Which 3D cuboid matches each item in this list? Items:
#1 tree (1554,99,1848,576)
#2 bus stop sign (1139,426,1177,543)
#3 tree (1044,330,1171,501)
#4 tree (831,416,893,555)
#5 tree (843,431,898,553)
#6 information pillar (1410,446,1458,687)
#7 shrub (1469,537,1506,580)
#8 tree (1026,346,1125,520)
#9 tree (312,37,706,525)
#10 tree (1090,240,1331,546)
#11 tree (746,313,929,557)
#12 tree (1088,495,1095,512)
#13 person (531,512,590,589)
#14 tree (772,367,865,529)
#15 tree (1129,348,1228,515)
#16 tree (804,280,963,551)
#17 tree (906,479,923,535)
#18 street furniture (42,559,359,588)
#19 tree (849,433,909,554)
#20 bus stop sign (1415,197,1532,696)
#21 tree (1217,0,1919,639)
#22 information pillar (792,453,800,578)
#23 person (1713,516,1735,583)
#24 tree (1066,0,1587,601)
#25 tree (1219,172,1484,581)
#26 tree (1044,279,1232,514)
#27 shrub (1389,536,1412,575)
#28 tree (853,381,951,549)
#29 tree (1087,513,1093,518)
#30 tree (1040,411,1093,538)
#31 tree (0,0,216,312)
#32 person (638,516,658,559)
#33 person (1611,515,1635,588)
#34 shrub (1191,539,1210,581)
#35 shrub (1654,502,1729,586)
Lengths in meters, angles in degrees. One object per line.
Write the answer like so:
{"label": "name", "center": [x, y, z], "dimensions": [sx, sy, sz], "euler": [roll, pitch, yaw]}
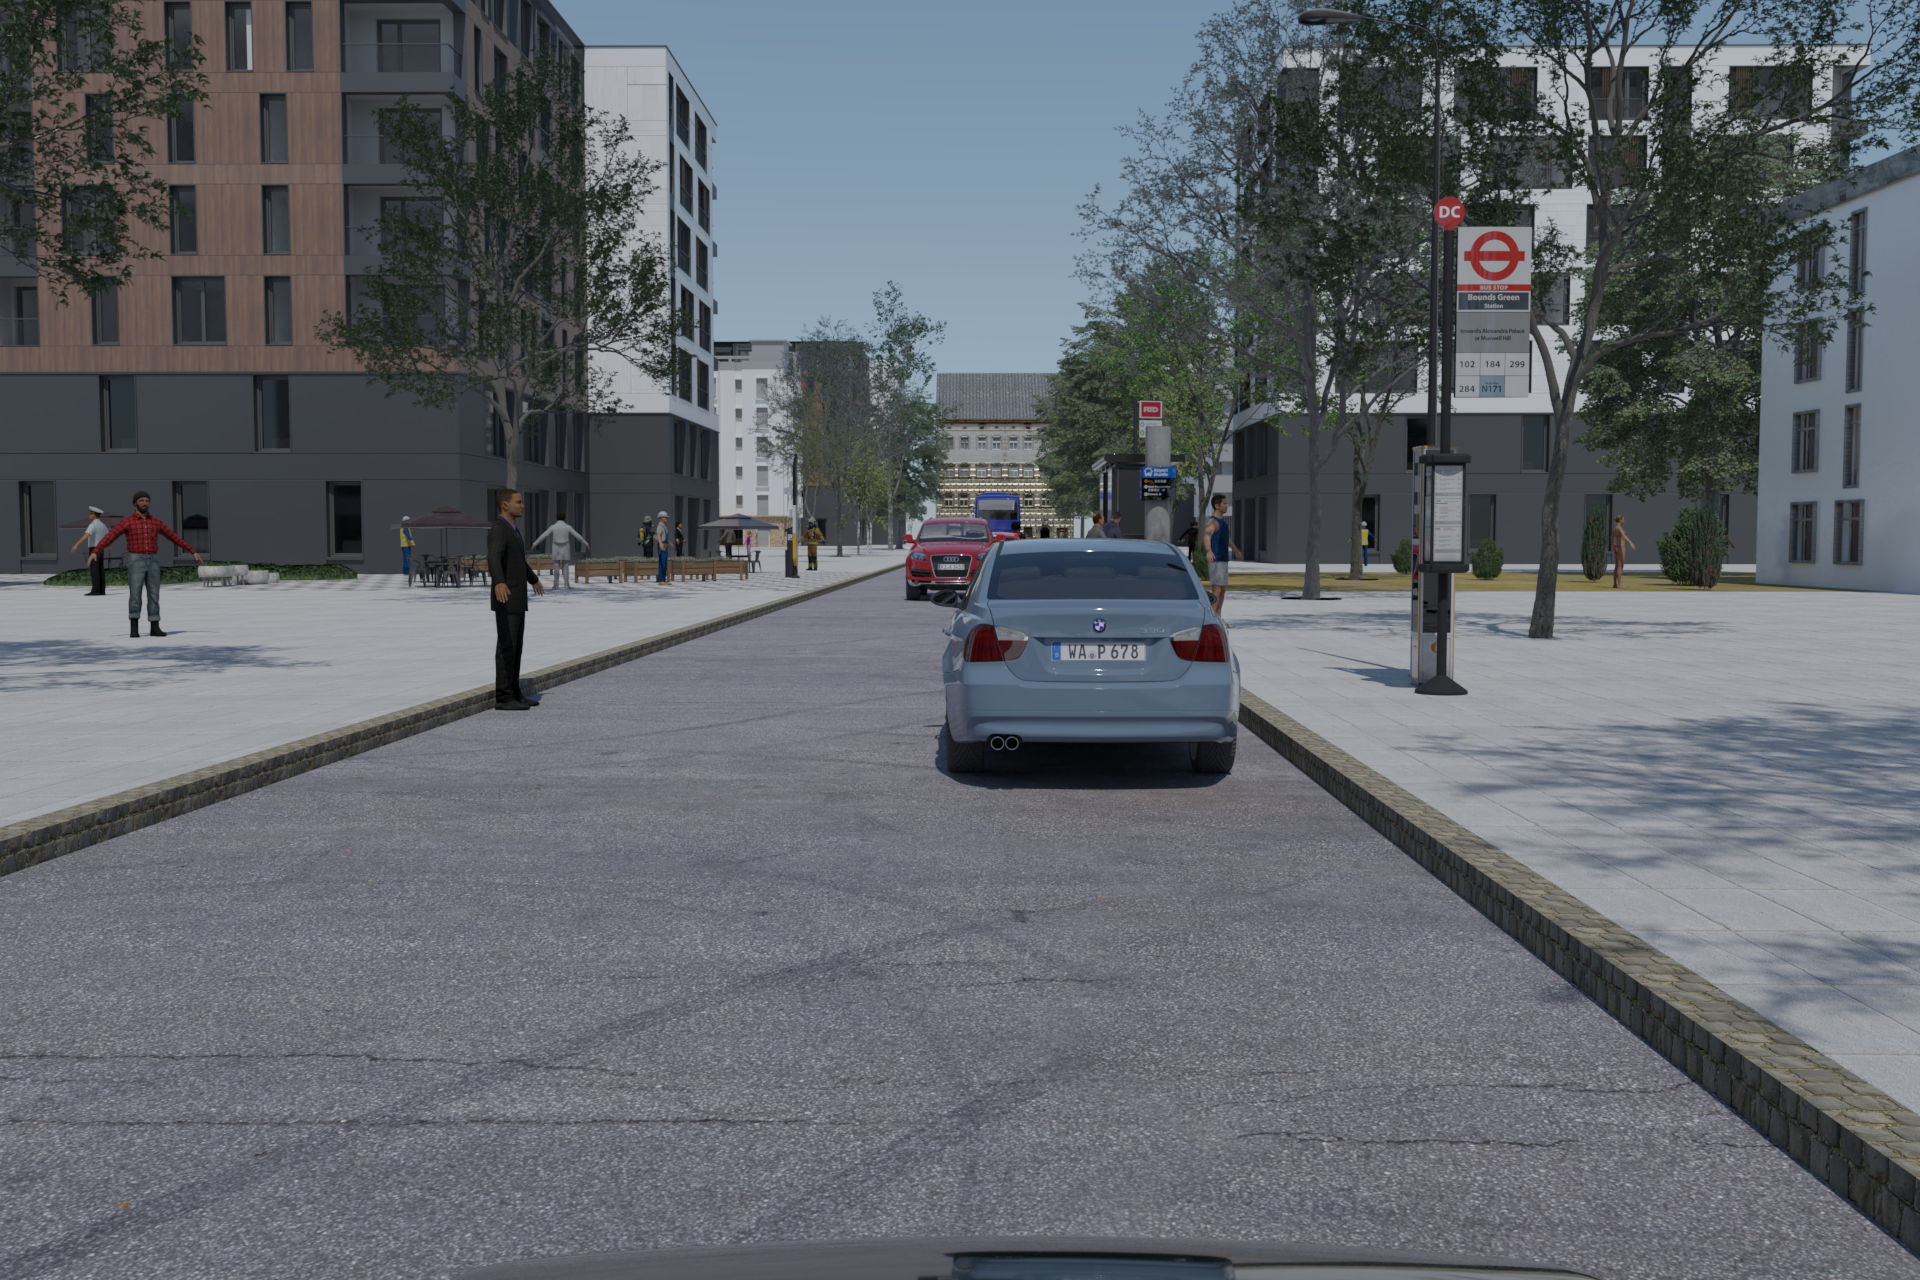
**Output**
{"label": "tree", "center": [22.922, -8.918, 52.470], "dimensions": [9.857, 13.997, 8.962], "euler": [0, 3, 0]}
{"label": "bus stop sign", "center": [4.847, -3.271, 42.497], "dimensions": [0.837, 3.901, 0.837], "euler": [0, 4, 2]}
{"label": "tree", "center": [8.458, -10.780, 94.383], "dimensions": [7.486, 12.596, 7.792], "euler": [0, 3, 0]}
{"label": "tree", "center": [-6.139, -9.459, 105.023], "dimensions": [4.737, 8.622, 4.395], "euler": [0, 3, 0]}
{"label": "tree", "center": [-6.351, -10.360, 119.754], "dimensions": [4.737, 8.622, 4.395], "euler": [0, 3, 0]}
{"label": "information pillar", "center": [3.981, -0.616, 14.568], "dimensions": [0.304, 2.012, 0.304], "euler": [0, 4, 1]}
{"label": "shrub", "center": [14.661, -2.266, 48.160], "dimensions": [1.383, 1.207, 1.383], "euler": [0, 3, 0]}
{"label": "tree", "center": [9.417, -12.862, 116.953], "dimensions": [9.857, 13.997, 8.962], "euler": [0, 3, 0]}
{"label": "tree", "center": [-8.047, -5.960, 31.854], "dimensions": [7.601, 10.594, 8.767], "euler": [-3, 5, -42]}
{"label": "tree", "center": [8.540, -8.187, 59.611], "dimensions": [9.928, 11.665, 9.643], "euler": [0, 3, 0]}
{"label": "tree", "center": [-6.770, -11.371, 96.290], "dimensions": [12.009, 13.543, 11.850], "euler": [0, 3, 0]}
{"label": "tree", "center": [10.164, -10.825, 127.347], "dimensions": [4.737, 8.622, 4.395], "euler": [0, 3, 0]}
{"label": "person", "center": [-9.363, -2.107, 40.636], "dimensions": [1.347, 1.806, 0.705], "euler": [-1, 4, -15]}
{"label": "tree", "center": [-6.730, -7.725, 76.666], "dimensions": [4.360, 8.622, 3.978], "euler": [0, 3, 0]}
{"label": "tree", "center": [8.463, -7.276, 69.317], "dimensions": [4.737, 8.622, 4.395], "euler": [0, 3, 0]}
{"label": "tree", "center": [-6.099, -16.895, 132.129], "dimensions": [12.611, 20.169, 13.585], "euler": [0, 3, 0]}
{"label": "tree", "center": [-6.283, -17.193, 231.463], "dimensions": [4.360, 8.622, 3.978], "euler": [0, 3, 0]}
{"label": "street furniture", "center": [-19.828, -1.870, 46.197], "dimensions": [5.734, 0.657, 10.072], "euler": [0, 4, 5]}
{"label": "tree", "center": [-6.039, -9.928, 112.684], "dimensions": [4.360, 8.622, 3.978], "euler": [0, 3, 0]}
{"label": "bus stop sign", "center": [4.092, -1.536, 13.811], "dimensions": [0.855, 3.939, 0.416], "euler": [0, 4, 2]}
{"label": "tree", "center": [7.223, -5.277, 20.686], "dimensions": [8.767, 10.594, 7.601], "euler": [-1, 4, -14]}
{"label": "information pillar", "center": [-4.762, -3.592, 50.082], "dimensions": [0.183, 3.616, 0.504], "euler": [0, 4, 3]}
{"label": "person", "center": [19.954, -2.426, 45.791], "dimensions": [0.704, 1.817, 1.347], "euler": [-1, 4, -13]}
{"label": "tree", "center": [6.992, -7.519, 33.306], "dimensions": [12.009, 13.543, 11.850], "euler": [0, 3, 0]}
{"label": "tree", "center": [11.210, -7.470, 47.888], "dimensions": [9.928, 11.665, 9.643], "euler": [0, 3, 0]}
{"label": "tree", "center": [8.541, -10.799, 83.226], "dimensions": [9.857, 13.997, 8.962], "euler": [0, 3, 0]}
{"label": "shrub", "center": [14.171, -2.685, 55.009], "dimensions": [1.383, 1.207, 1.383], "euler": [0, 3, 0]}
{"label": "tree", "center": [-5.146, -14.628, 145.830], "dimensions": [9.857, 13.997, 8.962], "euler": [0, 3, 0]}
{"label": "tree", "center": [19.817, -18.253, 232.843], "dimensions": [7.601, 10.594, 8.767], "euler": [0, 4, -5]}
{"label": "tree", "center": [10.211, -13.570, 139.990], "dimensions": [7.486, 12.596, 7.792], "euler": [0, 3, 0]}
{"label": "tree", "center": [-9.356, -4.795, 12.814], "dimensions": [7.601, 10.594, 8.767], "euler": [-1, 4, -23]}
{"label": "person", "center": [-9.948, -3.032, 55.348], "dimensions": [0.705, 1.856, 1.354], "euler": [-3, 5, -44]}
{"label": "person", "center": [15.693, -2.093, 41.020], "dimensions": [0.721, 1.733, 1.217], "euler": [0, 4, -1]}
{"label": "shrub", "center": [6.736, -2.221, 47.424], "dimensions": [1.383, 1.207, 1.383], "euler": [0, 3, 0]}
{"label": "shrub", "center": [18.163, -2.381, 42.969], "dimensions": [1.661, 2.075, 1.752], "euler": [0, 3, 0]}
